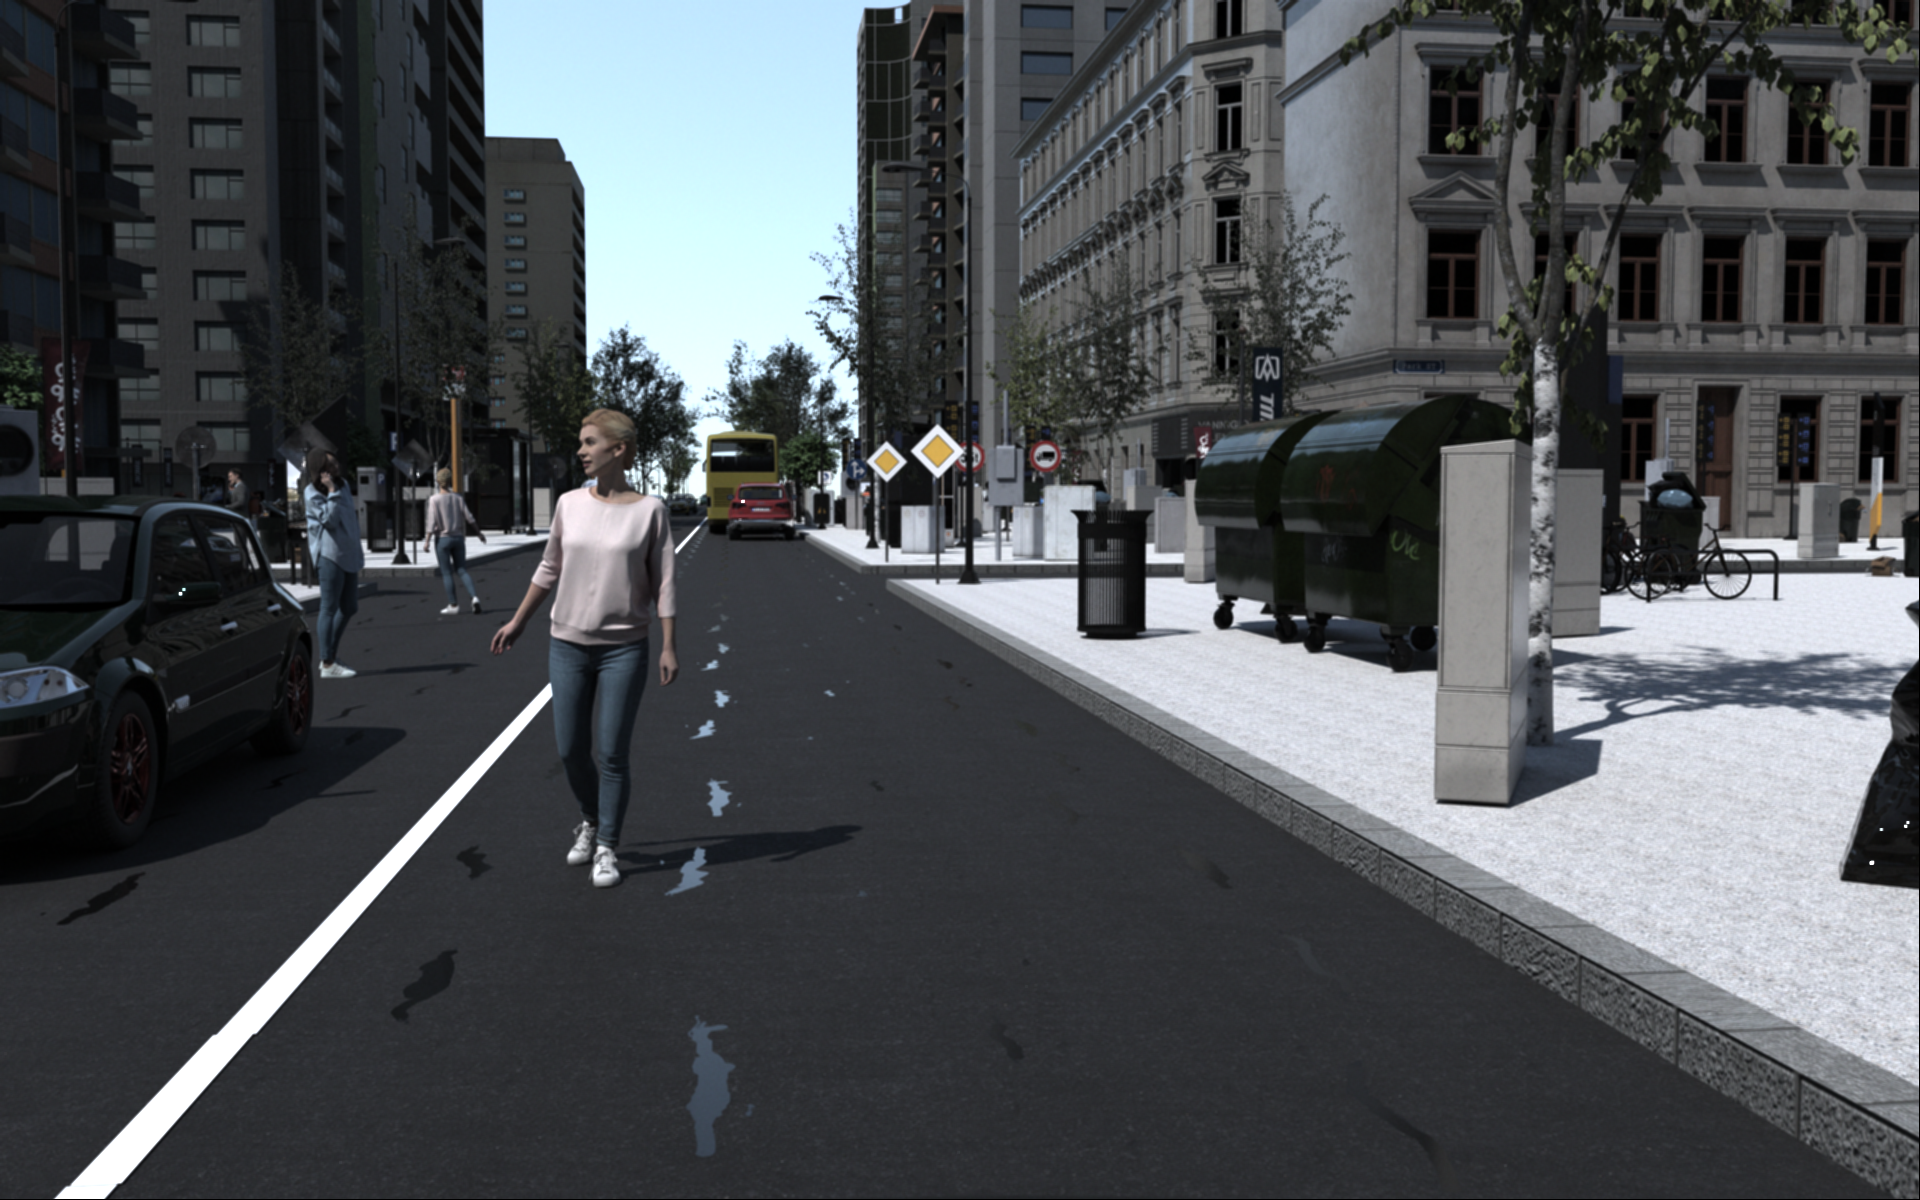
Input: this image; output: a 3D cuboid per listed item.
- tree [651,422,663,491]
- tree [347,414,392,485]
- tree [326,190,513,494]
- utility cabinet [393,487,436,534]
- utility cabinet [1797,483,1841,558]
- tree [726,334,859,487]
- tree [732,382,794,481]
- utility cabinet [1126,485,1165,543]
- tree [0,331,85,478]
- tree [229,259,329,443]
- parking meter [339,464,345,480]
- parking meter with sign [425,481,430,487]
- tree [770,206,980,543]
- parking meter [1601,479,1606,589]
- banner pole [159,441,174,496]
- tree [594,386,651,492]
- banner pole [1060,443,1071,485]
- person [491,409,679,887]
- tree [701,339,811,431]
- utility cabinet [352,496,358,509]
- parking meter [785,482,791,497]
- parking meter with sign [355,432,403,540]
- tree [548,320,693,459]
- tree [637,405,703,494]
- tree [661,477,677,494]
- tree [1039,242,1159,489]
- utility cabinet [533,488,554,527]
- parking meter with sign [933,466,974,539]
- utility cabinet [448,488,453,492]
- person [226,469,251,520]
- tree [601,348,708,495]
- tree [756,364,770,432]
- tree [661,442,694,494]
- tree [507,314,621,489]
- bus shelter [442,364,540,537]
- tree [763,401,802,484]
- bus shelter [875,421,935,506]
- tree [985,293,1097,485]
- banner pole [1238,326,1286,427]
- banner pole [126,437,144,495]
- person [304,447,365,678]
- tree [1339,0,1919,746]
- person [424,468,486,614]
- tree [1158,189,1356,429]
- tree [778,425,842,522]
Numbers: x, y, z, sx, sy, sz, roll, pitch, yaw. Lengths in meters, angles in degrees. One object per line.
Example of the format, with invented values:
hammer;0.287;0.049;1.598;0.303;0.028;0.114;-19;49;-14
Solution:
tree;-22.646;-10.492;121.900;4.360;8.622;3.978;0;3;0
tree;-23.328;-5.008;65.594;4.285;4.588;4.351;0;3;0
tree;-12.749;-5.610;42.089;4.360;8.622;3.978;0;3;0
utility cabinet;-17.517;-2.866;55.535;1.173;1.500;0.318;-1;4;-9
utility cabinet;17.088;-1.575;34.423;1.173;1.500;0.318;-3;5;-40
tree;-9.160;-10.186;100.949;7.601;10.594;8.767;2;4;31
tree;-19.512;-15.618;173.477;7.486;12.596;7.792;0;3;0
utility cabinet;4.781;-2.225;45.059;0.318;1.500;1.173;3;5;42
tree;-18.477;-3.019;33.079;4.285;4.588;4.351;0;3;0
tree;-20.427;-6.345;54.101;4.360;8.622;3.978;0;3;0
parking meter;-12.105;-1.713;33.726;0.255;1.863;0.399;-1;4;-19
parking meter with sign;-30.532;-6.253;98.499;1.738;3.016;0.543;0;4;-5
tree;-1.941;-5.786;44.958;4.360;8.622;3.978;0;3;0
parking meter;8.595;-0.929;23.605;0.372;1.533;0.369;0;3;0
banner pole;-37.672;-5.634;82.131;0.401;3.779;0.863;2;4;32
tree;-21.976;-9.789;110.420;4.360;8.622;3.978;0;3;0
banner pole;5.221;-5.838;85.461;0.863;3.779;0.401;3;5;44
person;-1.394;0.163;6.501;0.731;1.740;0.598;0;4;-2
tree;-24.827;-21.800;212.312;12.611;20.169;13.585;0;3;0
utility cabinet;-21.512;-3.088;61.655;0.306;1.237;1.020;3;5;40
parking meter;-8.627;-4.966;86.897;0.255;1.863;0.399;0;4;-6
parking meter with sign;-16.594;-3.217;48.861;1.738;3.016;0.543;1;4;21
tree;-18.676;-9.689;92.820;7.601;10.594;8.767;2;4;25
tree;-33.081;-16.590;197.003;9.928;11.665;9.643;0;3;0
tree;-30.443;-11.493;182.504;1.663;3.219;1.824;0;3;0
tree;4.266;-6.177;51.350;4.360;8.622;3.978;0;3;0
utility cabinet;-16.041;-3.516;66.164;1.173;1.500;0.318;2;4;25
parking meter with sign;-0.436;-3.275;49.812;1.738;3.016;0.543;-1;4;-15
utility cabinet;-18.401;-3.263;62.036;1.173;1.500;0.318;0;4;4
person;-11.802;-1.220;28.246;0.447;1.846;0.655;-1;4;-21
tree;-26.147;-14.267;143.638;12.009;13.543;11.850;0;3;0
tree;-8.572;-8.544;90.057;4.360;8.622;3.978;0;3;0
tree;-40.248;-17.996;244.600;4.737;8.622;4.395;0;3;0
tree;-16.584;-7.366;70.802;4.737;8.622;4.395;0;3;0
bus shelter;-15.222;-4.805;56.193;2.179;5.291;8.768;0;4;-8
tree;-13.323;-11.171;133.010;4.737;8.622;4.395;0;3;0
bus shelter;-1.853;-4.055;57.576;1.731;3.624;6.357;0;4;-8
tree;2.803;-6.895;63.104;4.737;8.622;4.395;0;3;0
banner pole;4.448;-2.200;25.987;0.863;3.779;0.401;0;4;-6
banner pole;-36.596;-5.305;76.746;0.863;3.779;0.401;-3;5;-42
person;-4.912;-0.293;13.550;0.793;1.790;0.793;-2;4;-24
tree;3.199;-3.564;8.632;4.737;8.622;4.395;0;3;0
person;-5.955;-0.705;20.691;0.598;1.740;0.731;2;4;32
tree;7.468;-5.550;41.101;4.360;8.622;3.978;0;3;0
tree;-6.974;-5.970;81.315;4.285;4.588;4.351;0;3;0
